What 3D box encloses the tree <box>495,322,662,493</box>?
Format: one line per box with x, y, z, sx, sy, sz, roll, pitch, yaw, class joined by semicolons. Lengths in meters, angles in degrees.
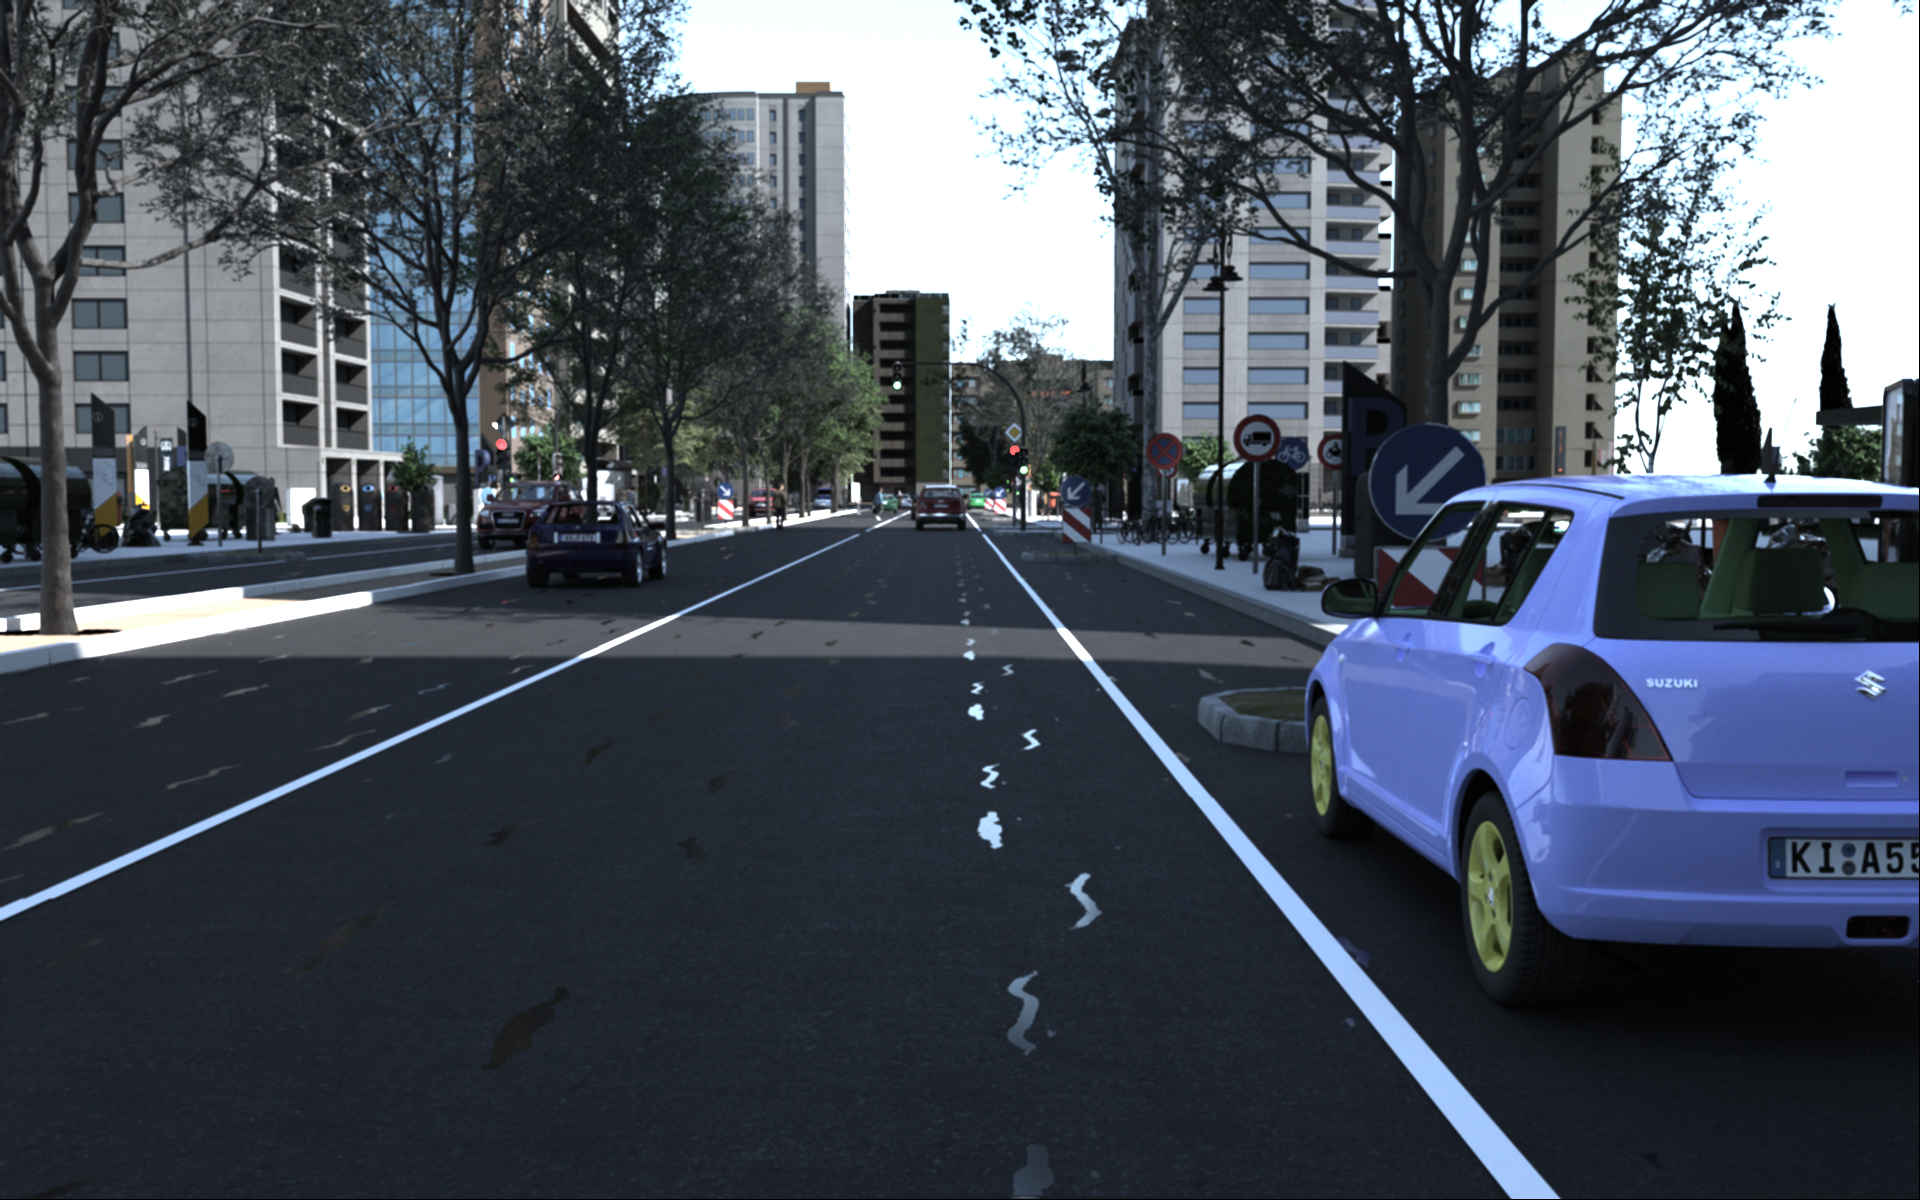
-19.104;-9.337;87.065;8.767;10.594;7.601;-1;4;-10;tree

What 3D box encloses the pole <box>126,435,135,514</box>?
-28.507;-4.017;59.519;0.158;3.312;0.155;0;3;0;pole

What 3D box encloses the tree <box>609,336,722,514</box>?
-19.074;-11.862;112.070;7.486;12.596;7.792;0;3;0;tree

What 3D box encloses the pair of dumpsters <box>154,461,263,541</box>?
-21.059;-2.833;48.810;1.574;2.255;4.437;0;4;0;pair of dumpsters

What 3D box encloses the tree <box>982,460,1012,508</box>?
3.782;-11.117;165.469;4.285;4.588;4.351;0;3;0;tree

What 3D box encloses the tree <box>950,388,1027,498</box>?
3.670;-18.311;206.045;9.857;13.997;8.962;0;3;0;tree

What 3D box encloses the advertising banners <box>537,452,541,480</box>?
-18.034;-4.726;73.451;0.090;3.025;2.074;-2;4;-28;advertising banners

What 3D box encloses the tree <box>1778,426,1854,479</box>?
20.759;-2.866;41.465;1.663;3.219;1.824;0;3;0;tree

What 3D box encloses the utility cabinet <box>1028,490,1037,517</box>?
4.009;-5.342;96.028;0.318;1.500;1.173;0;4;-7;utility cabinet

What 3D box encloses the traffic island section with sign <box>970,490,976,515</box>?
1.852;-6.795;119.720;1.989;1.847;2.006;0;4;0;traffic island section with sign

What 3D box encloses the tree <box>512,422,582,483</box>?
-18.824;-5.846;79.291;4.285;4.588;4.351;0;3;0;tree

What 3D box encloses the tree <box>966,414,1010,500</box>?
4.016;-18.300;217.329;7.486;12.596;7.792;0;3;0;tree

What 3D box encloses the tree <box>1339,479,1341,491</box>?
27.574;-7.811;122.314;1.663;3.219;1.824;0;3;0;tree

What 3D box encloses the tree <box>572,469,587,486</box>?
-28.911;-8.494;133.474;1.663;3.219;1.824;0;3;0;tree

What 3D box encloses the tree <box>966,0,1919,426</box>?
5.381;-6.643;18.985;12.009;13.543;11.850;0;3;0;tree

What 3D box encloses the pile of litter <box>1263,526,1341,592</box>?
4.649;-0.584;23.517;1.176;0.858;1.719;2;4;29;pile of litter

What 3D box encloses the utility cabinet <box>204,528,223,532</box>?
-25.130;-3.026;58.156;1.173;1.500;0.318;2;4;32;utility cabinet

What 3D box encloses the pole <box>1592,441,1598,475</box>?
24.609;-4.487;67.213;0.158;3.312;0.155;0;3;0;pole

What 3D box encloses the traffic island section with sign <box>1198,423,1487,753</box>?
2.494;-0.110;10.419;1.989;1.847;2.006;0;4;0;traffic island section with sign

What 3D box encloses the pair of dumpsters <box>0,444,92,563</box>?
-18.079;-1.830;32.414;1.574;2.255;4.437;0;4;0;pair of dumpsters

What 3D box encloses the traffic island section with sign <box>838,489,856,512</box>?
-9.510;-8.229;142.682;2.006;1.907;1.989;0;4;0;traffic island section with sign

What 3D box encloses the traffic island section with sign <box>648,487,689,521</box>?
-15.622;-5.156;92.924;1.989;1.847;2.006;0;4;0;traffic island section with sign

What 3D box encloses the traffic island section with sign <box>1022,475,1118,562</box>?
2.344;-1.758;37.374;1.989;1.847;2.006;0;4;0;traffic island section with sign

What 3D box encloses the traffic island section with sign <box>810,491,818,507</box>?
-16.217;-11.515;196.905;1.989;1.847;2.006;0;4;0;traffic island section with sign

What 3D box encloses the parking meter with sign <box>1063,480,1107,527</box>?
4.936;-4.417;68.472;1.738;3.016;0.543;1;4;10;parking meter with sign

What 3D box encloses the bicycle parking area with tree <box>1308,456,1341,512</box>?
28.150;-8.632;128.131;9.016;4.147;8.231;-3;5;-41;bicycle parking area with tree

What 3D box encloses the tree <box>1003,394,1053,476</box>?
5.027;-10.680;124.978;4.737;8.622;4.395;0;3;0;tree

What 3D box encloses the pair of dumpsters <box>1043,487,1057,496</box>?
7.081;-8.408;139.964;1.574;2.255;4.437;0;4;0;pair of dumpsters

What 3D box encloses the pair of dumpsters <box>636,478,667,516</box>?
-18.655;-6.289;105.314;1.574;2.255;4.437;0;4;0;pair of dumpsters

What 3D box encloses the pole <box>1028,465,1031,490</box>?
4.848;-7.807;121.490;0.158;3.312;0.155;0;3;0;pole

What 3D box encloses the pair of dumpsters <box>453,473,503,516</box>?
-21.835;-4.685;79.086;1.574;2.255;4.437;0;4;0;pair of dumpsters

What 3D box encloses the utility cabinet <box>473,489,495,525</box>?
-19.664;-3.848;71.589;0.318;1.500;1.173;1;4;18;utility cabinet

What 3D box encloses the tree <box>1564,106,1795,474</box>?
13.690;-5.104;33.806;4.737;8.622;4.395;0;3;0;tree

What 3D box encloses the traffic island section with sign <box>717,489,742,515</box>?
-15.761;-6.821;120.154;1.989;1.847;2.006;0;4;0;traffic island section with sign

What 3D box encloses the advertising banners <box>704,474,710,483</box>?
-20.034;-8.319;132.203;2.074;3.025;0.090;-2;4;-25;advertising banners

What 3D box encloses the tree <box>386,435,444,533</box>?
-18.130;-3.821;57.071;1.663;3.219;1.824;0;3;0;tree

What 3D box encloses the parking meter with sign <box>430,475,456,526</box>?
-21.278;-4.513;70.052;1.738;3.016;0.543;-3;5;-41;parking meter with sign

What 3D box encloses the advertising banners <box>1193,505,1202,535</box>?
8.311;-3.566;54.499;2.074;3.025;0.090;-1;4;-17;advertising banners

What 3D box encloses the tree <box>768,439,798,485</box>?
-19.069;-14.147;181.673;4.737;8.622;4.395;0;3;0;tree

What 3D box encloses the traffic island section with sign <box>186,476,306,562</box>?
-15.280;-1.754;37.313;1.989;1.847;2.006;0;4;0;traffic island section with sign

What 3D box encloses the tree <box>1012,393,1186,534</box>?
4.411;-4.427;56.103;4.285;4.588;4.351;0;3;0;tree

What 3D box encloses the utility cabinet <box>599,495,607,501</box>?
-20.060;-5.274;97.388;0.306;1.237;1.020;0;4;-5;utility cabinet

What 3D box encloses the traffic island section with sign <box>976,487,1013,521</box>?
2.011;-5.146;92.766;1.989;1.847;2.006;0;4;0;traffic island section with sign

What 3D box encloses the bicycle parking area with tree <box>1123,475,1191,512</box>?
13.522;-8.273;122.273;8.231;4.147;9.016;1;4;17;bicycle parking area with tree

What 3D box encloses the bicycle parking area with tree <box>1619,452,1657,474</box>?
44.987;-7.855;115.435;8.231;4.147;9.016;-2;4;-33;bicycle parking area with tree

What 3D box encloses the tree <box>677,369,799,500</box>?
-19.304;-13.798;142.599;9.611;12.733;9.660;0;3;0;tree

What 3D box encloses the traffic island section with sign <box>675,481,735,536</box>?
-9.025;-3.180;60.137;2.006;1.907;1.989;0;4;0;traffic island section with sign

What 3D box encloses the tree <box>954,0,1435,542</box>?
6.411;-11.577;45.173;12.611;20.169;13.585;0;3;0;tree

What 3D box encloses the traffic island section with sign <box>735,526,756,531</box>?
-9.059;-3.634;67.544;2.006;1.907;1.989;0;4;0;traffic island section with sign

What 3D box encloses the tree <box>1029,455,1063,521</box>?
4.049;-5.350;82.076;1.663;3.219;1.824;0;3;0;tree

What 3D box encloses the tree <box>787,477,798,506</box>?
-18.747;-12.140;193.084;1.663;3.219;1.824;0;3;0;tree

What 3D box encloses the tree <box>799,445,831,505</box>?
-19.537;-17.837;208.637;9.611;12.733;9.660;0;3;0;tree

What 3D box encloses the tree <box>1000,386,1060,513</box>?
4.676;-10.128;115.949;4.360;8.622;3.978;0;3;0;tree

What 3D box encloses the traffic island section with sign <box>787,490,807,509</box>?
-16.059;-9.849;169.653;1.989;1.847;2.006;0;4;0;traffic island section with sign

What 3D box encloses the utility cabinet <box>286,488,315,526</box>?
-26.239;-3.685;68.931;0.318;1.500;1.173;2;4;29;utility cabinet

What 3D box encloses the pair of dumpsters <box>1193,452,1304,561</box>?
5.792;-1.986;34.965;1.574;2.255;4.437;0;4;0;pair of dumpsters

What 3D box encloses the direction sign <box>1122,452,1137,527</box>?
6.571;-4.622;67.575;0.876;3.537;0.379;-3;4;-36;direction sign
